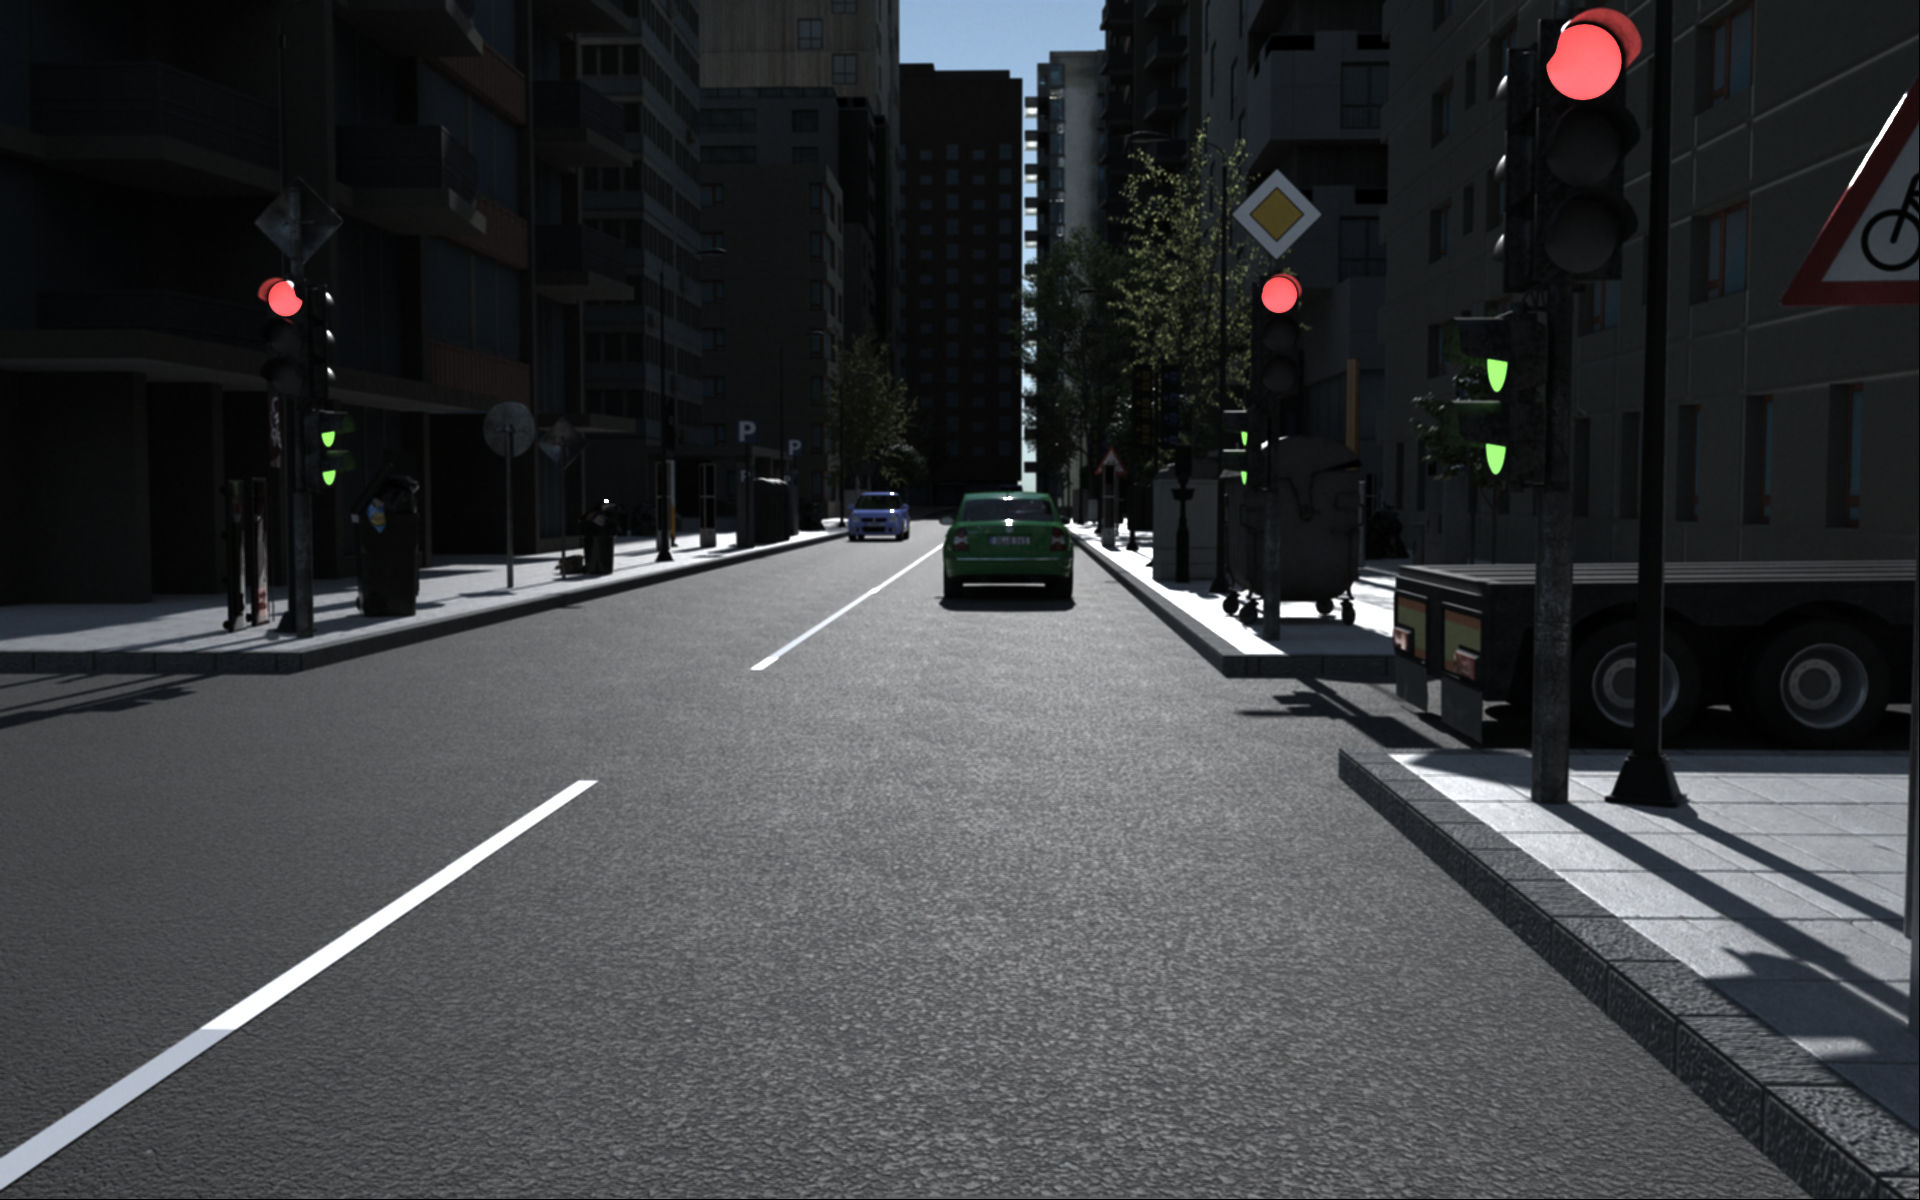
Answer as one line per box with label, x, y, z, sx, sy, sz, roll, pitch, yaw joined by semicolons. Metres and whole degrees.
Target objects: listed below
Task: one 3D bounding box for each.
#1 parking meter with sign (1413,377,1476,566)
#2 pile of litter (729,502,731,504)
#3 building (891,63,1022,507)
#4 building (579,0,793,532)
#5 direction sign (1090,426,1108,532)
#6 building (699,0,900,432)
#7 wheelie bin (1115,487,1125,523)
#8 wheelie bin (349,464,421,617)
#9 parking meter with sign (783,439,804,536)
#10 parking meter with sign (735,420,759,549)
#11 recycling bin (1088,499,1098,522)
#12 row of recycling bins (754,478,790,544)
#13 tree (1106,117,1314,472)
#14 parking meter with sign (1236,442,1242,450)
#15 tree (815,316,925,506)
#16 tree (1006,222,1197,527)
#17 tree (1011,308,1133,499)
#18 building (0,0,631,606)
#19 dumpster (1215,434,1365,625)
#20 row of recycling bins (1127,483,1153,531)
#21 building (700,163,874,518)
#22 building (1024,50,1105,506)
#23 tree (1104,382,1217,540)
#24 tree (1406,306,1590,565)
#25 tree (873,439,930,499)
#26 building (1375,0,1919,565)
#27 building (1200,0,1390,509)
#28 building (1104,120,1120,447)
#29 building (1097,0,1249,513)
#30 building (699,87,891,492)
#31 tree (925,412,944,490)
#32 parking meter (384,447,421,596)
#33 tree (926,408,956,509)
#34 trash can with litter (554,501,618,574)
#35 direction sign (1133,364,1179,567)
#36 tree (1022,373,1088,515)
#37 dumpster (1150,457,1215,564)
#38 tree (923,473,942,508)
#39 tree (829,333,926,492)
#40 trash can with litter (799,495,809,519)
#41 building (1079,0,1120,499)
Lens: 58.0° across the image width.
parking meter with sign;7.344;-1.823;26.066;0.543;3.016;1.738;-1;4;-10
pile of litter;-12.105;-4.589;89.000;1.176;0.858;1.719;0;4;-4
building;-0.546;-32.635;183.699;14.200;45.320;14.600;0;4;2
building;-23.278;-22.904;66.366;32.217;40.220;23.993;0;4;2
direction sign;4.676;-4.053;58.266;0.876;3.537;0.379;-3;5;-44
building;-19.030;-34.229;148.884;27.495;52.752;28.713;0;4;2
wheelie bin;6.805;-4.202;76.615;0.980;1.594;0.693;-3;4;-38
wheelie bin;-6.070;-0.639;18.350;0.693;1.594;0.980;-2;4;-25
parking meter with sign;-5.321;-3.522;53.846;0.543;3.016;1.738;1;4;9
parking meter with sign;-5.131;-2.764;41.457;0.543;3.016;1.738;-1;4;-10
recycling bin;6.470;-4.204;81.290;0.722;1.027;0.722;-2;4;-35
row of recycling bins;-5.214;-2.408;46.477;1.069;1.692;3.534;0;4;2
tree;4.767;-5.180;35.052;4.360;8.622;3.978;0;3;0
parking meter with sign;10.109;-3.766;57.843;1.738;3.016;0.543;0;4;-4
tree;-4.319;-7.471;72.513;4.737;8.622;4.395;0;3;0
tree;5.516;-8.675;67.584;9.928;11.665;9.643;0;3;0
tree;6.015;-9.047;82.324;7.601;10.594;8.767;1;4;15
building;-18.757;-23.062;31.688;22.147;44.769;28.867;0;4;2
dumpster;3.367;-0.727;17.646;1.264;1.857;1.865;0;4;2
row of recycling bins;7.323;-3.289;60.896;3.534;1.692;1.069;3;5;44
building;-20.299;-15.941;105.671;27.650;21.520;28.899;0;4;2
building;22.208;-34.721;187.290;30.456;49.044;23.786;0;4;2
tree;5.573;-3.981;48.798;4.285;4.588;4.351;0;3;0
tree;5.441;-1.433;18.038;1.663;3.219;1.824;0;3;0
tree;-3.479;-7.081;99.493;4.285;4.588;4.351;0;3;0
building;24.465;-11.245;28.896;28.899;21.520;27.650;0;4;2
building;24.775;-29.469;71.049;28.713;52.752;27.495;0;4;2
building;18.112;-22.208;134.797;14.160;30.474;14.107;0;4;2
building;20.373;-27.989;112.245;22.147;44.769;28.867;0;4;2
building;-12.567;-21.707;126.610;14.160;30.474;14.107;0;4;2
tree;-3.339;-9.843;111.294;4.737;8.622;4.395;0;3;0
parking meter;-7.023;-0.986;21.828;0.399;1.863;0.255;-2;4;-31
tree;-2.466;-12.144;148.922;4.360;8.622;3.978;0;3;0
trash can with litter;-6.018;-1.001;27.751;1.055;1.170;0.624;1;4;22
direction sign;3.440;-2.349;30.402;0.876;3.537;0.379;-1;4;-20
tree;6.025;-9.437;104.654;4.737;8.622;4.395;0;3;0
dumpster;3.782;-1.372;28.187;1.264;1.857;1.865;0;4;2
tree;-2.352;-10.224;161.765;1.663;3.219;1.824;0;3;0
tree;-4.048;-7.867;78.984;4.360;8.622;3.978;0;3;0
trash can with litter;-8.228;-4.642;86.949;2.233;1.210;1.678;-1;4;-20
building;21.171;-43.607;151.227;20.563;71.187;20.611;0;4;2
